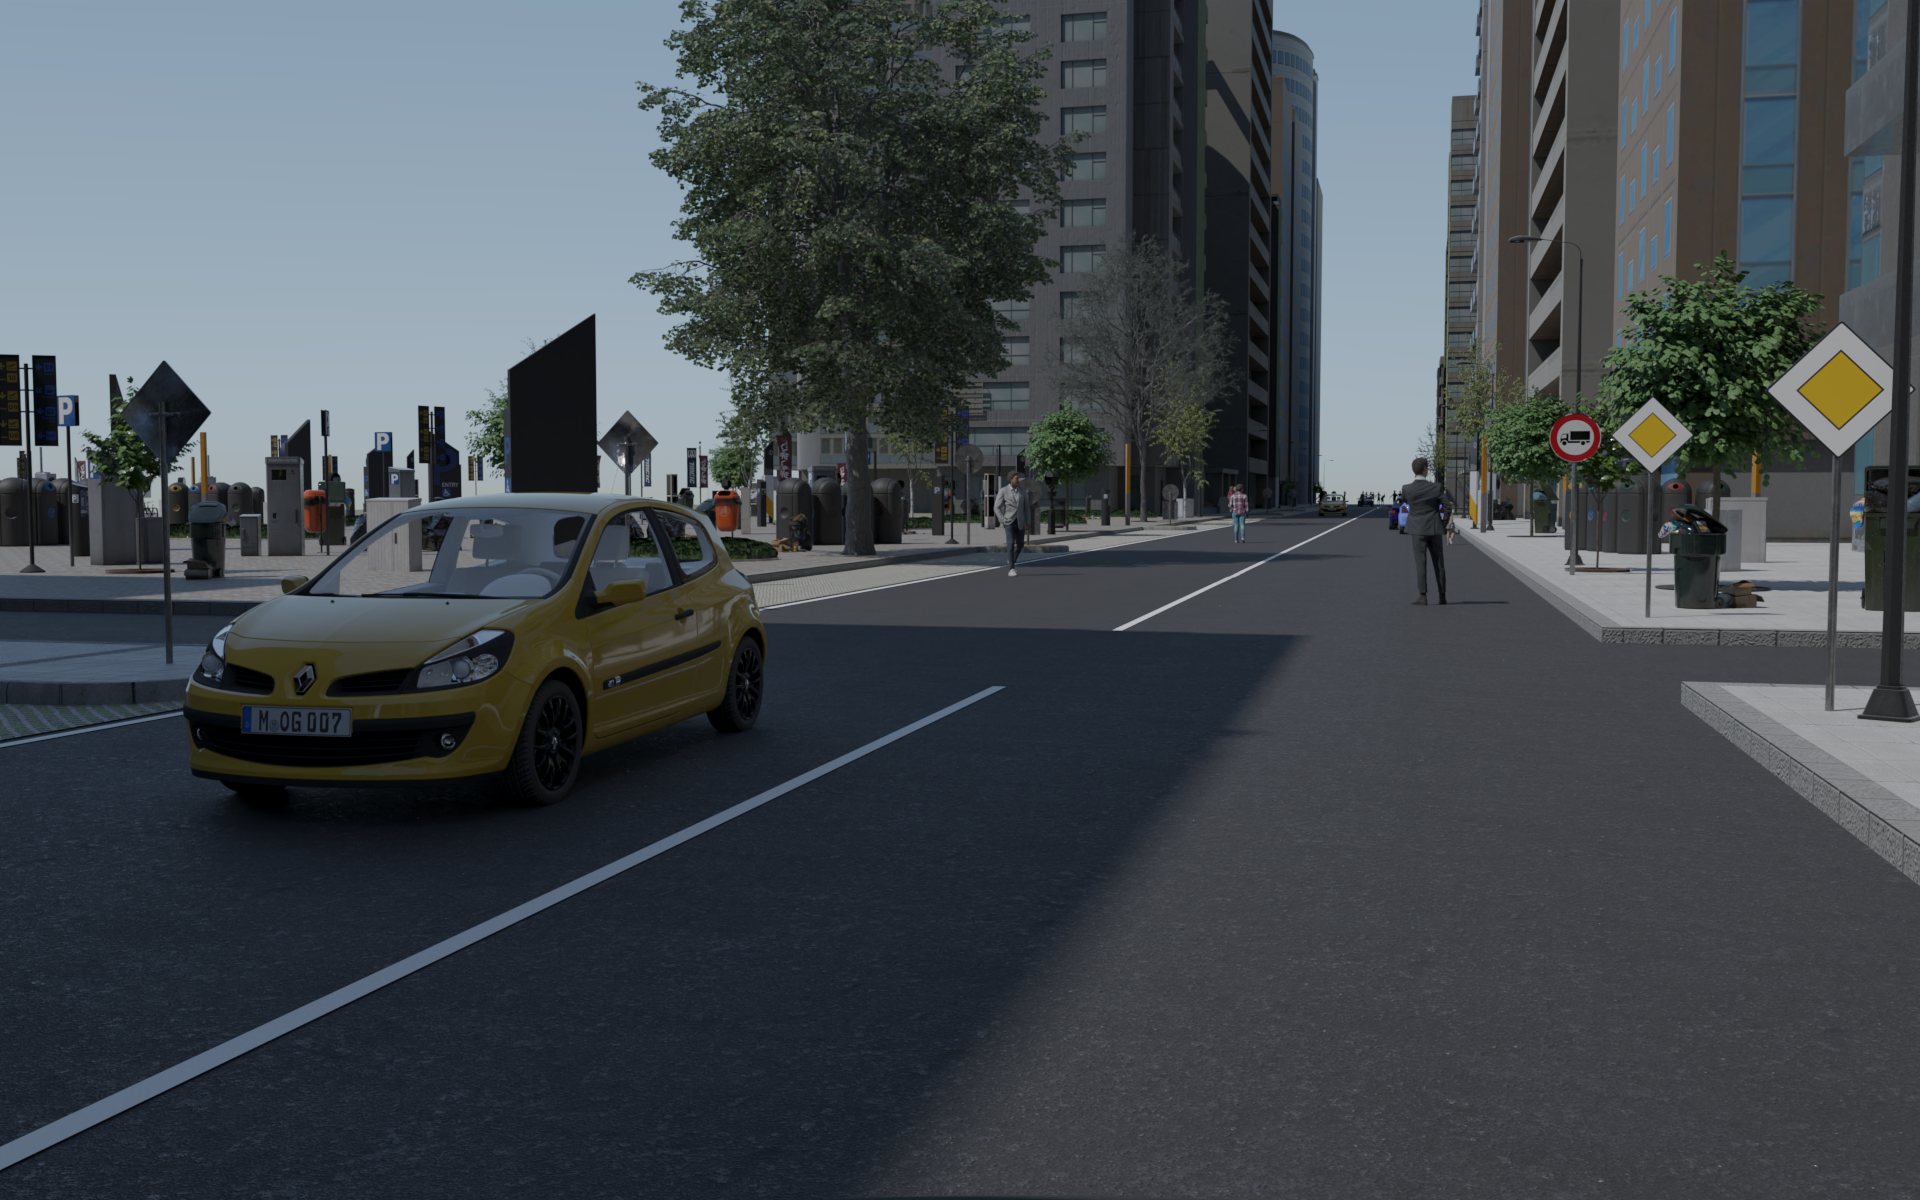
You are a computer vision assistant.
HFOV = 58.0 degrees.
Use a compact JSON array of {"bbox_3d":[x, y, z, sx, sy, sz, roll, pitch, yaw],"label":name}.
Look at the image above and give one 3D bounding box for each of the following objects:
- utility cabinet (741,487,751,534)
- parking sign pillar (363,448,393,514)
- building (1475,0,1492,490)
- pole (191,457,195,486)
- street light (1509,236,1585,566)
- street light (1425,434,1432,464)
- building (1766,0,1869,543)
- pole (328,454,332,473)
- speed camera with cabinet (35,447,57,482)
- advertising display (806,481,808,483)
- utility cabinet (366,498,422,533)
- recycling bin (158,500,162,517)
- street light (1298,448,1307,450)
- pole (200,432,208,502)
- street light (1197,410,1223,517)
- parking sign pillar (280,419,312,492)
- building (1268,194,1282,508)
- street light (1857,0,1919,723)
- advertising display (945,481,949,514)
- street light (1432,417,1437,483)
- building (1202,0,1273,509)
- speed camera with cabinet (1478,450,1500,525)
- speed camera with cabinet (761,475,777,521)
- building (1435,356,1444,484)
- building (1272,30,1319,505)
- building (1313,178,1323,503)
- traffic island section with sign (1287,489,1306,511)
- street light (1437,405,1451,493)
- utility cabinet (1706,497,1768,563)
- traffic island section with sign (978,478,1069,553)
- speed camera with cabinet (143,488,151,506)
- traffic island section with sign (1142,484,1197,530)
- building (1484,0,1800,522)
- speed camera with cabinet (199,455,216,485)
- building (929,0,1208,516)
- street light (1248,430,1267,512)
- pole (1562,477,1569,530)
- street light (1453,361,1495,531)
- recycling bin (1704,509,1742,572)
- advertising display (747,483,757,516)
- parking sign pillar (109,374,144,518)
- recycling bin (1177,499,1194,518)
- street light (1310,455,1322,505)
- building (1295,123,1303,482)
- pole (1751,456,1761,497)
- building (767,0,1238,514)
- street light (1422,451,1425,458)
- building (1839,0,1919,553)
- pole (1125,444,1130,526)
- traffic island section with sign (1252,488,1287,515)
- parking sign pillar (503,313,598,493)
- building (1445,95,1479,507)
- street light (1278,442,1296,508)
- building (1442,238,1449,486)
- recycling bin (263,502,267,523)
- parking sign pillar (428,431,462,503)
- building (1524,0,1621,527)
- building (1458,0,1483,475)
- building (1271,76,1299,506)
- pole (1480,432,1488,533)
[{"bbox_3d":[-6.862,-2.868,55.563,0.318,1.500,1.173,0,4,-7],"label":"utility cabinet"},{"bbox_3d":[-26.576,-5.547,79.160,1.447,3.967,1.447,3,4,37],"label":"parking sign pillar"},{"bbox_3d":[45.841,-35.106,115.988,21.231,58.520,28.212,1,4,14],"label":"building"},{"bbox_3d":[-41.888,-6.165,94.644,0.158,3.312,0.155,0,3,0],"label":"pole"},{"bbox_3d":[10.557,-3.586,31.177,1.470,5.913,1.316,1,4,14],"label":"street light"},{"bbox_3d":[37.004,-9.896,134.343,1.470,5.913,1.316,1,4,14],"label":"street light"},{"bbox_3d":[27.207,-24.432,49.570,14.600,45.320,14.200,1,4,14],"label":"building"},{"bbox_3d":[-32.414,-5.832,89.202,0.158,3.312,0.155,0,3,0],"label":"pole"},{"bbox_3d":[-38.366,-4.743,71.889,0.660,3.252,2.038,0,4,6],"label":"speed camera with cabinet"},{"bbox_3d":[-7.215,-4.948,86.117,0.974,1.923,0.123,0,4,2],"label":"advertising display"},{"bbox_3d":[-9.425,-1.081,28.839,1.020,1.237,0.306,2,4,30],"label":"utility cabinet"},{"bbox_3d":[-35.797,-4.029,78.420,0.722,1.027,0.722,-3,5,-43],"label":"recycling bin"},{"bbox_3d":[34.489,-12.429,175.751,1.470,5.913,1.316,1,4,14],"label":"street light"},{"bbox_3d":[-24.864,-3.863,56.995,0.158,3.312,0.155,0,3,0],"label":"pole"},{"bbox_3d":[13.807,-7.528,95.625,1.470,5.913,1.316,1,4,14],"label":"street light"},{"bbox_3d":[-23.771,-4.493,61.940,1.447,3.967,1.447,1,4,16],"label":"parking sign pillar"},{"bbox_3d":[22.369,-23.858,161.783,14.160,30.474,14.107,1,4,14],"label":"building"},{"bbox_3d":[4.788,-2.282,9.847,1.470,5.913,1.316,1,4,14],"label":"street light"},{"bbox_3d":[-0.912,-4.718,82.347,0.123,1.923,0.974,3,5,43],"label":"advertising display"},{"bbox_3d":[29.302,-8.050,104.165,1.470,5.913,1.316,1,4,14],"label":"street light"},{"bbox_3d":[14.193,-31.802,143.667,21.300,48.544,21.600,1,4,14],"label":"building"},{"bbox_3d":[22.401,-4.846,73.562,0.660,3.252,2.038,2,4,32],"label":"speed camera with cabinet"},{"bbox_3d":[-8.928,-5.456,83.542,0.660,3.252,2.038,-2,4,-29],"label":"speed camera with cabinet"},{"bbox_3d":[77.072,-23.395,227.539,27.650,21.520,28.899,1,4,14],"label":"building"},{"bbox_3d":[33.832,-41.495,220.439,21.231,58.520,28.212,1,4,14],"label":"building"},{"bbox_3d":[42.737,-36.104,240.410,14.600,45.320,14.200,1,4,14],"label":"building"},{"bbox_3d":[27.527,-8.219,143.000,1.989,1.847,2.006,1,4,14],"label":"traffic island section with sign"},{"bbox_3d":[25.838,-7.218,90.550,1.470,5.913,1.316,1,4,14],"label":"street light"},{"bbox_3d":[14.512,-1.299,32.403,1.020,1.237,0.306,0,4,6],"label":"utility cabinet"},{"bbox_3d":[1.629,-2.084,42.695,1.989,1.847,2.006,1,4,14],"label":"traffic island section with sign"},{"bbox_3d":[-49.743,-6.771,105.040,0.660,3.252,2.038,0,4,-4],"label":"speed camera with cabinet"},{"bbox_3d":[8.363,-3.680,68.799,1.989,1.847,2.006,1,4,14],"label":"traffic island section with sign"},{"bbox_3d":[36.916,-27.283,96.187,14.600,45.320,14.200,1,4,14],"label":"building"},{"bbox_3d":[-37.569,-5.740,88.178,2.038,3.252,0.660,-3,5,-40],"label":"speed camera with cabinet"},{"bbox_3d":[6.785,-25.621,102.491,14.154,41.232,14.086,1,4,14],"label":"building"},{"bbox_3d":[21.391,-9.326,125.024,1.470,5.913,1.316,1,4,14],"label":"street light"},{"bbox_3d":[21.908,-4.205,62.591,0.158,3.312,0.155,0,3,0],"label":"pole"},{"bbox_3d":[18.039,-5.386,60.602,1.470,5.913,1.316,1,4,14],"label":"street light"},{"bbox_3d":[12.466,-0.994,28.800,0.722,1.027,0.722,-1,4,-21],"label":"recycling bin"},{"bbox_3d":[-12.016,-5.860,101.021,0.974,1.923,0.123,1,4,21],"label":"advertising display"},{"bbox_3d":[-19.058,-3.129,39.634,1.447,3.967,1.447,-1,4,-15],"label":"parking sign pillar"},{"bbox_3d":[12.159,-4.954,93.544,0.722,1.027,0.722,-1,4,-19],"label":"recycling bin"},{"bbox_3d":[42.287,-14.262,205.732,1.470,5.913,1.316,1,4,14],"label":"street light"},{"bbox_3d":[31.607,-33.548,198.621,14.600,45.320,14.200,1,4,14],"label":"building"},{"bbox_3d":[19.569,-2.980,42.561,0.158,3.312,0.155,0,3,0],"label":"pole"},{"bbox_3d":[3.220,-26.383,123.246,32.217,40.220,23.993,1,4,14],"label":"building"},{"bbox_3d":[44.894,-11.740,164.491,1.470,5.913,1.316,1,4,14],"label":"street light"},{"bbox_3d":[29.864,-24.771,24.611,30.456,49.044,23.786,1,4,14],"label":"building"},{"bbox_3d":[6.832,-4.686,70.466,0.158,3.312,0.155,0,3,0],"label":"pole"},{"bbox_3d":[20.784,-6.622,116.899,1.989,1.847,2.006,1,4,14],"label":"traffic island section with sign"},{"bbox_3d":[-6.083,-2.280,25.750,1.447,3.967,1.447,-2,4,-28],"label":"parking sign pillar"},{"bbox_3d":[57.777,-30.331,179.499,14.154,41.232,14.086,1,4,14],"label":"building"},{"bbox_3d":[29.054,-11.127,154.474,1.470,5.913,1.316,1,4,14],"label":"street light"},{"bbox_3d":[61.579,-25.863,194.568,14.160,30.474,14.107,1,4,14],"label":"building"},{"bbox_3d":[-21.279,-2.548,54.218,0.722,1.027,0.722,2,4,30],"label":"recycling bin"},{"bbox_3d":[-21.683,-5.163,72.891,1.447,3.967,1.447,-2,4,-31],"label":"parking sign pillar"},{"bbox_3d":[36.357,-27.530,73.815,21.300,48.544,21.600,1,4,14],"label":"building"},{"bbox_3d":[54.503,-32.090,144.285,23.786,49.044,30.456,1,4,14],"label":"building"},{"bbox_3d":[27.639,-32.671,184.288,14.600,45.320,14.200,1,4,14],"label":"building"},{"bbox_3d":[17.307,-3.874,57.189,0.158,3.312,0.155,0,3,0],"label":"pole"}]
